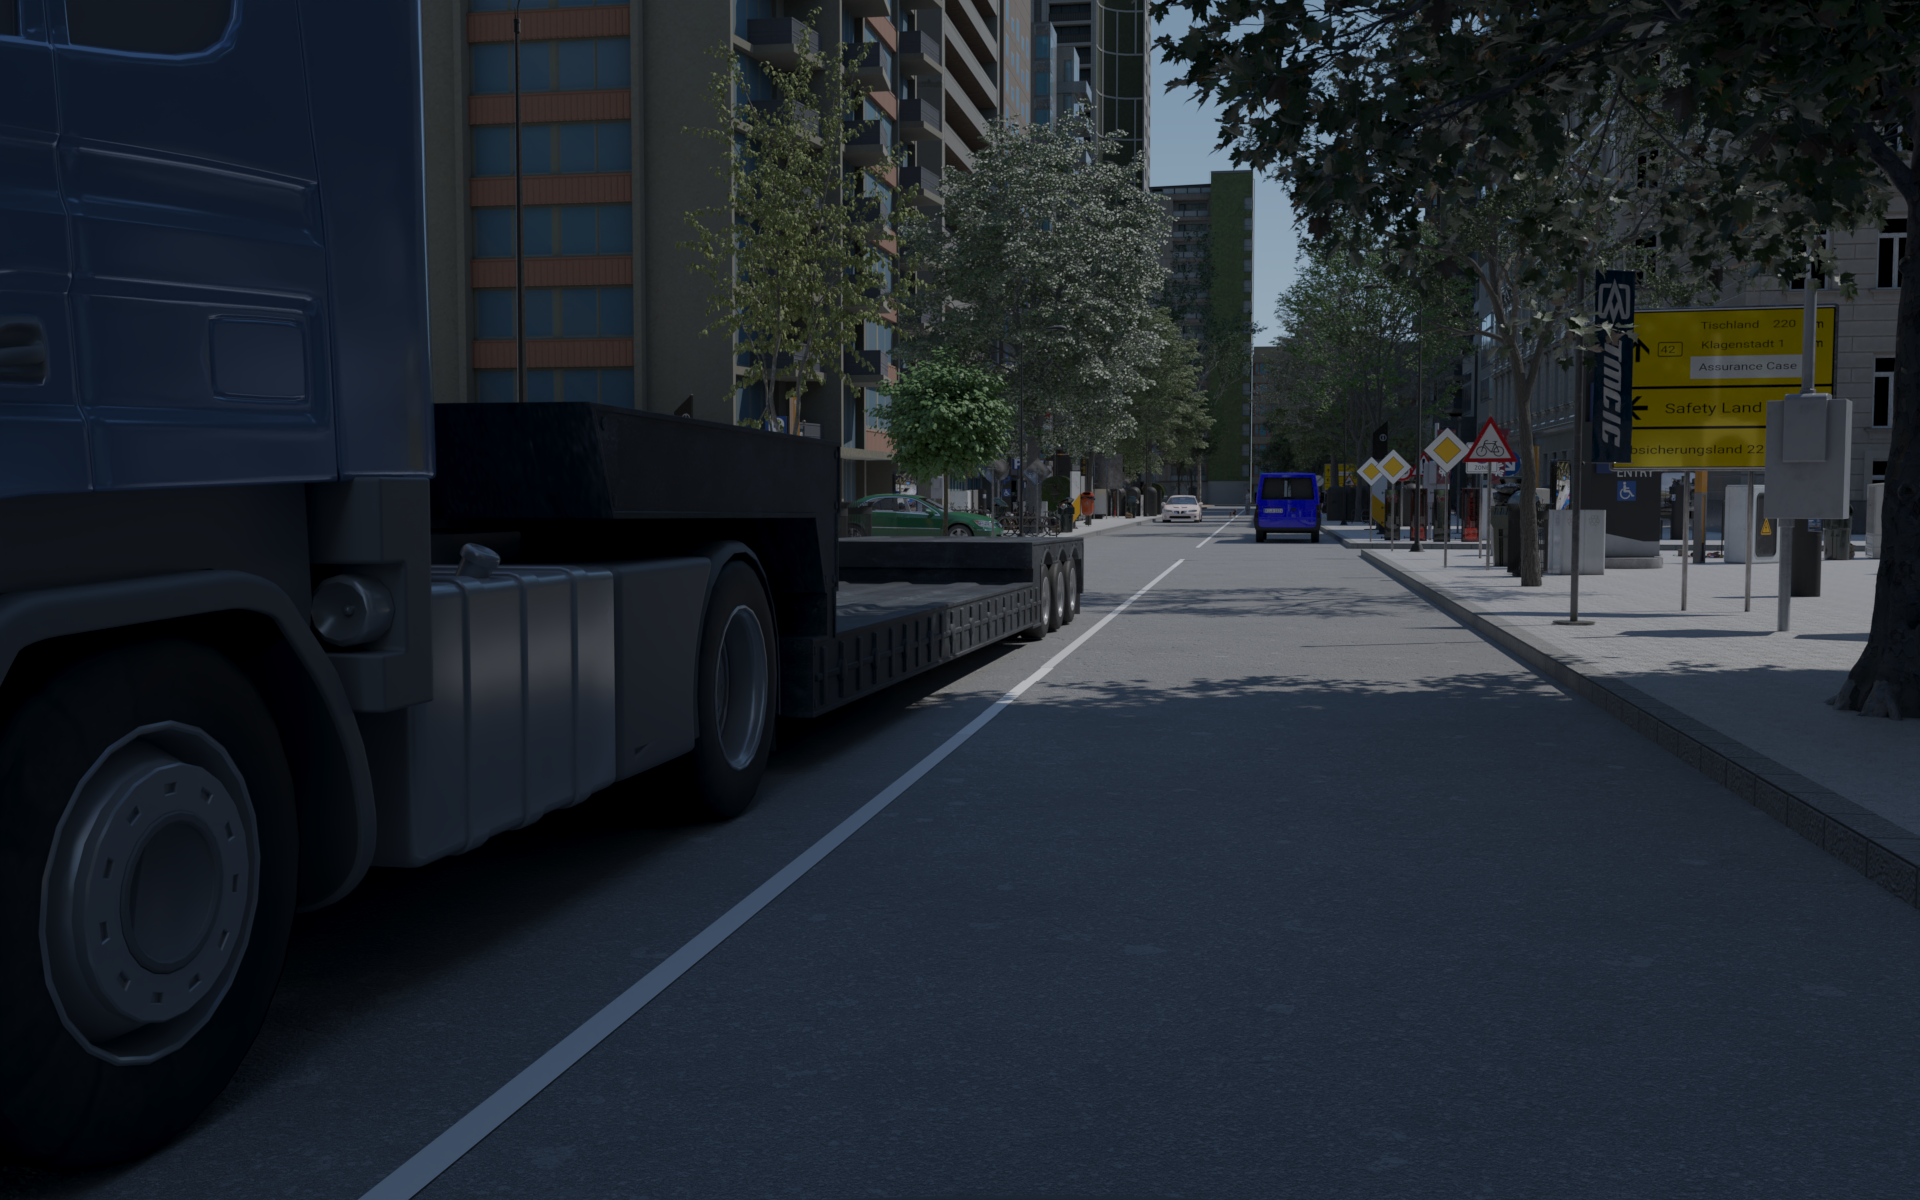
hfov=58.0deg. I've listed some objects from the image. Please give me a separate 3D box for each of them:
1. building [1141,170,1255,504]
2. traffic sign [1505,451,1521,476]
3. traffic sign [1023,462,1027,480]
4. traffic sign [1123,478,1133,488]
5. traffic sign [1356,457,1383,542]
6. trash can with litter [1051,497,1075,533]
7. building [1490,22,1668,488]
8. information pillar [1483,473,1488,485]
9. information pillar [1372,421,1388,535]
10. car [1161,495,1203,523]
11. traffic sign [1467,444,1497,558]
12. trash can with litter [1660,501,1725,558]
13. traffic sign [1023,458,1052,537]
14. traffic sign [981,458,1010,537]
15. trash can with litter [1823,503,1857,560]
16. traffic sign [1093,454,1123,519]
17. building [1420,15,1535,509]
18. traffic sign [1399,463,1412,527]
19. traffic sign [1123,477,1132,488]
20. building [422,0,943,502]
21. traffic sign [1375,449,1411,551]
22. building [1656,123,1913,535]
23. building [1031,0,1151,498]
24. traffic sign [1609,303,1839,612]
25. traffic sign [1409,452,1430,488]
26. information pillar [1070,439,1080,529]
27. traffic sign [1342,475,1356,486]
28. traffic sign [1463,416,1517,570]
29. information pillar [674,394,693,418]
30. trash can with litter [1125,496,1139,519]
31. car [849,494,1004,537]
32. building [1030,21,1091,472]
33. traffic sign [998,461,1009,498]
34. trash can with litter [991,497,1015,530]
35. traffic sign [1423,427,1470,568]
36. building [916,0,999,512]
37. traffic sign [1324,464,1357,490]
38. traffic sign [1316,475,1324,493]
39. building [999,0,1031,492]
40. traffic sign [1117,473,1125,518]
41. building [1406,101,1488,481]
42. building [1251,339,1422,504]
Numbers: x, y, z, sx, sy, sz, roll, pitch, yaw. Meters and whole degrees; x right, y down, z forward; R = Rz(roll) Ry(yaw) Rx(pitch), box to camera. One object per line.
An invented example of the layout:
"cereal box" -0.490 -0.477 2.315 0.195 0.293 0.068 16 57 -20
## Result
"building" 30.464 -32.927 221.948 14.086 41.232 14.154 1 4 10
"traffic sign" 15.808 -3.056 50.071 0.768 2.556 0.104 1 4 15
"traffic sign" 2.539 -3.870 63.388 0.768 2.556 0.104 1 4 18
"traffic sign" 10.939 -6.766 112.753 0.606 2.300 0.079 1 4 11
"traffic sign" 11.057 -2.627 46.597 0.795 2.450 0.064 1 4 10
"trash can with litter" 3.341 -2.820 57.491 0.624 1.170 1.055 -2 4 -33
"building" 40.119 -19.453 94.476 17.030 29.872 44.131 1 4 10
"information pillar" 30.918 -6.754 101.788 0.183 3.616 0.504 -3 4 -39
"information pillar" 13.325 -3.889 54.941 0.504 3.616 0.183 1 4 11
"car" 11.257 -4.601 87.580 2.083 1.381 4.827 1 4 10
"traffic sign" 10.358 -1.975 34.420 0.606 2.300 0.079 1 4 11
"trash can with litter" 15.375 -1.477 35.204 2.233 1.210 1.678 3 4 37
"traffic sign" 2.152 -2.724 48.177 0.795 2.450 0.064 1 4 10
"traffic sign" 0.770 -2.243 40.312 0.795 2.450 0.064 1 4 10
"trash can with litter" 17.152 -1.375 33.869 0.624 1.170 1.055 3 4 37
"traffic sign" 7.126 -5.751 87.908 2.265 3.308 0.079 1 4 15
"building" 49.447 -50.299 135.065 22.319 86.520 31.000 1 4 10
"traffic sign" 17.283 -4.135 67.711 0.768 2.556 0.104 1 4 14
"traffic sign" 10.672 -6.737 111.340 0.795 2.450 0.064 1 4 13
"building" -12.958 -25.710 74.981 22.147 44.769 28.867 1 4 10
"traffic sign" 9.675 -2.146 38.732 0.795 2.450 0.064 1 4 10
"building" 37.676 -15.932 57.749 25.104 27.353 12.463 1 4 10
"building" 14.006 -48.278 227.604 20.611 71.187 20.563 1 4 10
"traffic sign" 8.270 -1.528 18.854 2.265 3.308 0.079 1 4 15
"traffic sign" 14.170 -3.240 52.981 0.884 2.594 0.081 1 4 17
"information pillar" 4.231 -4.426 63.726 0.183 3.616 0.504 3 5 44
"traffic sign" 25.402 -6.919 113.125 0.884 2.594 0.081 1 4 14
"traffic sign" 8.878 -1.777 29.062 0.884 2.594 0.081 1 4 10
"information pillar" -6.502 -3.029 40.883 0.504 3.616 0.183 1 4 19
"trash can with litter" 8.964 -4.842 90.546 0.624 1.170 1.055 1 4 16
"car" -1.300 -2.053 45.370 4.920 1.459 2.131 1 4 10
"building" -2.170 -34.207 178.888 30.456 49.044 23.786 1 4 10
"traffic sign" 1.421 -3.894 63.779 0.768 2.556 0.104 1 4 16
"trash can with litter" 1.597 -3.071 61.594 1.055 1.170 0.624 3 5 43
"traffic sign" 8.423 -1.762 29.998 0.795 2.450 0.064 1 4 10
"building" -9.667 -29.619 107.968 21.300 48.544 21.600 1 4 10
"traffic sign" 25.601 -7.488 116.307 2.265 3.308 0.079 1 4 19
"traffic sign" 24.154 -7.140 116.838 0.768 2.556 0.104 1 4 13
"building" -2.457 -29.465 131.868 14.600 45.320 14.200 1 4 10
"traffic sign" 8.564 -5.731 93.810 0.768 2.556 0.104 1 4 14
"building" 55.035 -31.264 165.787 22.147 44.769 28.867 1 4 10
"building" 52.762 -23.256 225.266 28.899 21.520 27.650 1 4 10
